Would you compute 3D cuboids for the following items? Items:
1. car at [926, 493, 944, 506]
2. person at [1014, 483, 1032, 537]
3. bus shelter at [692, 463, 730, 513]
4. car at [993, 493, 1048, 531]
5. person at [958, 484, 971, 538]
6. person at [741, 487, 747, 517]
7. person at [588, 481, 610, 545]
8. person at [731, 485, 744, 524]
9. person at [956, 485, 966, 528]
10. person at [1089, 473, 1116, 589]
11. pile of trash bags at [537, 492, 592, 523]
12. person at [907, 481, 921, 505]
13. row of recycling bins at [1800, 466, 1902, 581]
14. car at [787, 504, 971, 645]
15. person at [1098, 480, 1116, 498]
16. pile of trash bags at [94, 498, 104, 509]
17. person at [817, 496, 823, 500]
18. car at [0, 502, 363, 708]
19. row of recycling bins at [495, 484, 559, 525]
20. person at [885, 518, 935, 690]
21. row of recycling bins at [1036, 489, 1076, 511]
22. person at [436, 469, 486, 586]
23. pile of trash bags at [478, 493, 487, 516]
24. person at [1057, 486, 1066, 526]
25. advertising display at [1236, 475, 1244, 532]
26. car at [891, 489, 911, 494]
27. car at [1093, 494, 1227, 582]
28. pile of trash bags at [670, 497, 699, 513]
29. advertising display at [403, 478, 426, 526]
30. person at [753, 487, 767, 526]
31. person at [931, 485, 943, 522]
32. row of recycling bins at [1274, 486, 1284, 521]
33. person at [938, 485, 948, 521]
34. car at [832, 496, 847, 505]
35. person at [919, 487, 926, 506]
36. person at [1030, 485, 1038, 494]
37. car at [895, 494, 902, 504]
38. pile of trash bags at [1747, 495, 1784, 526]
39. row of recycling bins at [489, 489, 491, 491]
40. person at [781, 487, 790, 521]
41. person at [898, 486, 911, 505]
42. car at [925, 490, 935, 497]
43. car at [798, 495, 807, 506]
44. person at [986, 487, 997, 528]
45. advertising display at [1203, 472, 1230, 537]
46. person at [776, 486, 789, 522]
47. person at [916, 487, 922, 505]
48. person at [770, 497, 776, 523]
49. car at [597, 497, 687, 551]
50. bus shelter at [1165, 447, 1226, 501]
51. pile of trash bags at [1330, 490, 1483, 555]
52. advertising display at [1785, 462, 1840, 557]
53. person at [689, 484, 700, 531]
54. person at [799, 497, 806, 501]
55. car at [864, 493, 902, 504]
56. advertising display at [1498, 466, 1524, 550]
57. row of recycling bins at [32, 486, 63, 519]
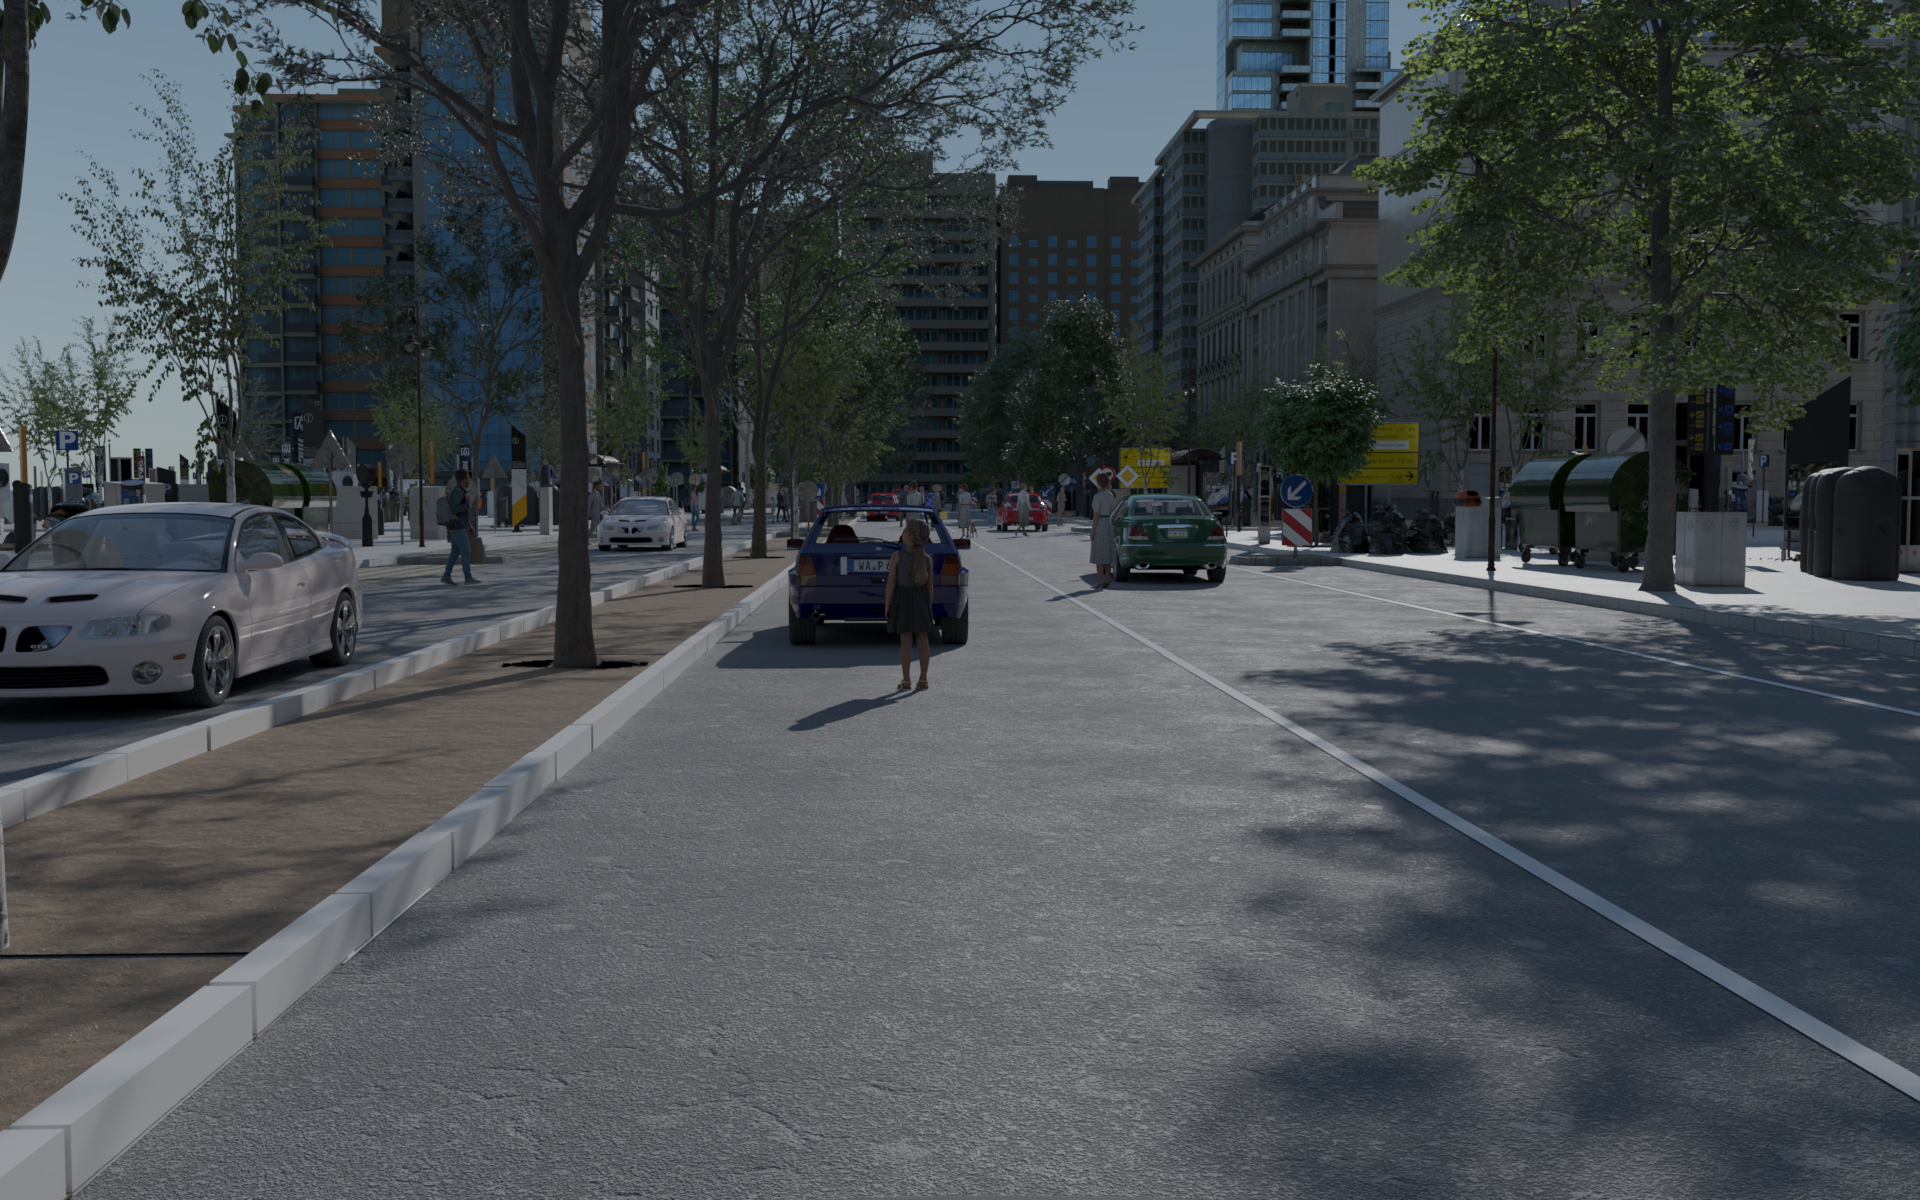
[{"bbox_3d":[-2.294,-8.812,153.660,1.945,1.707,3.694,0,4,-3],"label":"car"},{"bbox_3d":[2.091,-3.029,58.246,0.641,1.798,0.478,-1,4,-23],"label":"person"},{"bbox_3d":[-16.573,-7.433,115.453,2.014,3.302,5.546,0,4,-2],"label":"bus shelter"},{"bbox_3d":[2.406,-3.597,67.859,2.155,1.783,4.494,0,4,-3],"label":"car"},{"bbox_3d":[0.124,-2.874,56.055,0.480,1.755,0.524,-2,4,-34],"label":"person"},{"bbox_3d":[-13.325,-5.953,105.606,0.659,1.850,0.755,0,4,-2],"label":"person"},{"bbox_3d":[-10.110,-2.402,48.054,0.850,1.792,0.678,1,4,9],"label":"person"},{"bbox_3d":[-10.614,-4.541,82.598,0.661,1.843,0.795,1,4,14],"label":"person"},{"bbox_3d":[0.094,-3.903,72.493,0.473,1.802,0.592,2,4,33],"label":"person"},{"bbox_3d":[2.114,-1.058,26.371,0.524,1.755,0.480,3,5,42],"label":"person"},{"bbox_3d":[-17.884,-4.154,77.672,3.447,1.369,1.912,0,4,4],"label":"pile of trash bags"},{"bbox_3d":[-1.183,-2.043,42.465,0.524,1.755,0.480,3,5,44],"label":"person"},{"bbox_3d":[13.844,-1.221,27.081,1.069,1.692,3.534,1,4,17],"label":"row of recycling bins"},{"bbox_3d":[-0.835,-0.321,17.834,1.945,1.354,3.894,0,4,-3],"label":"car"},{"bbox_3d":[4.694,-2.921,55.622,0.648,1.900,0.474,-3,5,-41],"label":"person"},{"bbox_3d":[-26.922,-2.803,55.581,1.912,1.369,3.447,3,5,40],"label":"pile of trash bags"},{"bbox_3d":[-10.844,-7.777,135.429,0.755,1.850,0.659,-2,4,-24],"label":"person"},{"bbox_3d":[-5.978,-0.044,13.080,2.083,1.381,4.827,0,4,-3],"label":"car"},{"bbox_3d":[-17.486,-3.970,72.027,3.534,1.692,1.069,-1,4,-23],"label":"row of recycling bins"},{"bbox_3d":[-0.372,0.028,12.708,0.362,1.253,0.373,-1,4,-16],"label":"person"},{"bbox_3d":[7.490,-7.640,132.029,3.534,1.692,1.069,-1,4,-21],"label":"row of recycling bins"},{"bbox_3d":[-7.731,-1.124,26.865,0.713,1.824,0.794,0,4,1],"label":"person"},{"bbox_3d":[-28.670,-5.640,101.971,1.912,1.369,3.447,-2,4,-28],"label":"pile of trash bags"},{"bbox_3d":[4.526,-4.170,77.015,0.599,1.781,0.374,-3,5,-44],"label":"person"},{"bbox_3d":[9.511,-3.278,58.813,0.123,1.923,0.974,1,4,17],"label":"advertising display"},{"bbox_3d":[-4.501,-7.650,133.758,2.281,1.827,5.304,0,4,0],"label":"car"},{"bbox_3d":[3.397,-1.095,29.701,2.131,1.459,4.920,0,4,-1],"label":"car"},{"bbox_3d":[-18.445,-6.714,119.525,3.447,1.369,1.912,0,4,-7],"label":"pile of trash bags"},{"bbox_3d":[-22.222,-3.989,70.435,0.974,1.923,0.123,-1,4,-16],"label":"advertising display"},{"bbox_3d":[-8.894,-4.177,76.978,0.592,1.802,0.473,-1,4,-15],"label":"person"},{"bbox_3d":[-0.914,-3.578,67.177,0.728,1.800,0.709,0,4,2],"label":"person"},{"bbox_3d":[16.027,-4.733,84.498,1.069,1.692,3.534,0,4,-2],"label":"row of recycling bins"},{"bbox_3d":[-0.843,-3.747,69.988,0.699,1.804,1.509,0,4,-1],"label":"person"},{"bbox_3d":[-14.010,-11.658,202.966,2.083,1.381,4.827,0,4,-4],"label":"car"},{"bbox_3d":[-1.737,-4.408,80.971,0.834,1.777,0.661,3,5,42],"label":"person"},{"bbox_3d":[3.450,-4.518,82.149,0.659,1.850,0.755,2,4,26],"label":"person"},{"bbox_3d":[-4.029,-5.686,104.758,2.131,1.459,4.920,0,4,-4],"label":"car"},{"bbox_3d":[33.022,-3.686,70.025,3.447,1.369,1.912,3,5,44],"label":"pile of trash bags"},{"bbox_3d":[-35.324,-7.581,131.068,3.534,1.692,1.069,3,5,44],"label":"row of recycling bins"},{"bbox_3d":[-9.167,-5.013,90.641,0.526,1.800,0.537,-1,4,-13],"label":"person"},{"bbox_3d":[-2.389,-4.071,75.239,0.661,1.801,0.590,-1,4,-15],"label":"person"},{"bbox_3d":[-2.677,-9.830,169.386,2.281,1.827,5.304,0,4,-1],"label":"car"},{"bbox_3d":[-16.413,-10.144,178.434,1.945,1.354,3.894,0,4,-3],"label":"car"},{"bbox_3d":[1.321,-3.901,73.121,0.563,1.720,0.643,3,5,44],"label":"person"},{"bbox_3d":[7.658,-2.844,51.709,0.974,1.923,0.123,-2,4,-34],"label":"advertising display"},{"bbox_3d":[-8.993,-4.860,87.733,0.755,1.850,0.659,2,4,33],"label":"person"},{"bbox_3d":[-1.790,-3.813,71.242,0.661,1.777,0.834,-3,4,-36],"label":"person"},{"bbox_3d":[-9.291,-4.469,85.849,0.425,1.301,0.394,3,4,36],"label":"person"},{"bbox_3d":[-8.237,-2.009,45.208,2.083,1.381,4.827,0,4,-2],"label":"car"},{"bbox_3d":[10.419,-5.133,77.852,2.014,3.302,5.546,0,4,-2],"label":"bus shelter"},{"bbox_3d":[9.948,-1.722,37.914,3.447,1.369,1.912,-1,4,-23],"label":"pile of trash bags"},{"bbox_3d":[17.065,-1.803,34.694,0.123,1.923,0.974,-3,5,-42],"label":"advertising display"},{"bbox_3d":[-10.224,-3.559,66.704,0.388,1.821,0.555,-2,4,-31],"label":"person"},{"bbox_3d":[-9.409,-5.790,104.174,0.522,1.701,0.512,1,4,13],"label":"person"},{"bbox_3d":[-4.056,-5.090,92.265,2.155,1.783,4.494,0,4,-1],"label":"car"},{"bbox_3d":[12.748,-2.127,39.991,0.123,1.923,0.974,-1,4,-15],"label":"advertising display"},{"bbox_3d":[-46.254,-4.979,88.527,3.534,1.692,1.069,2,4,35],"label":"row of recycling bins"}]
